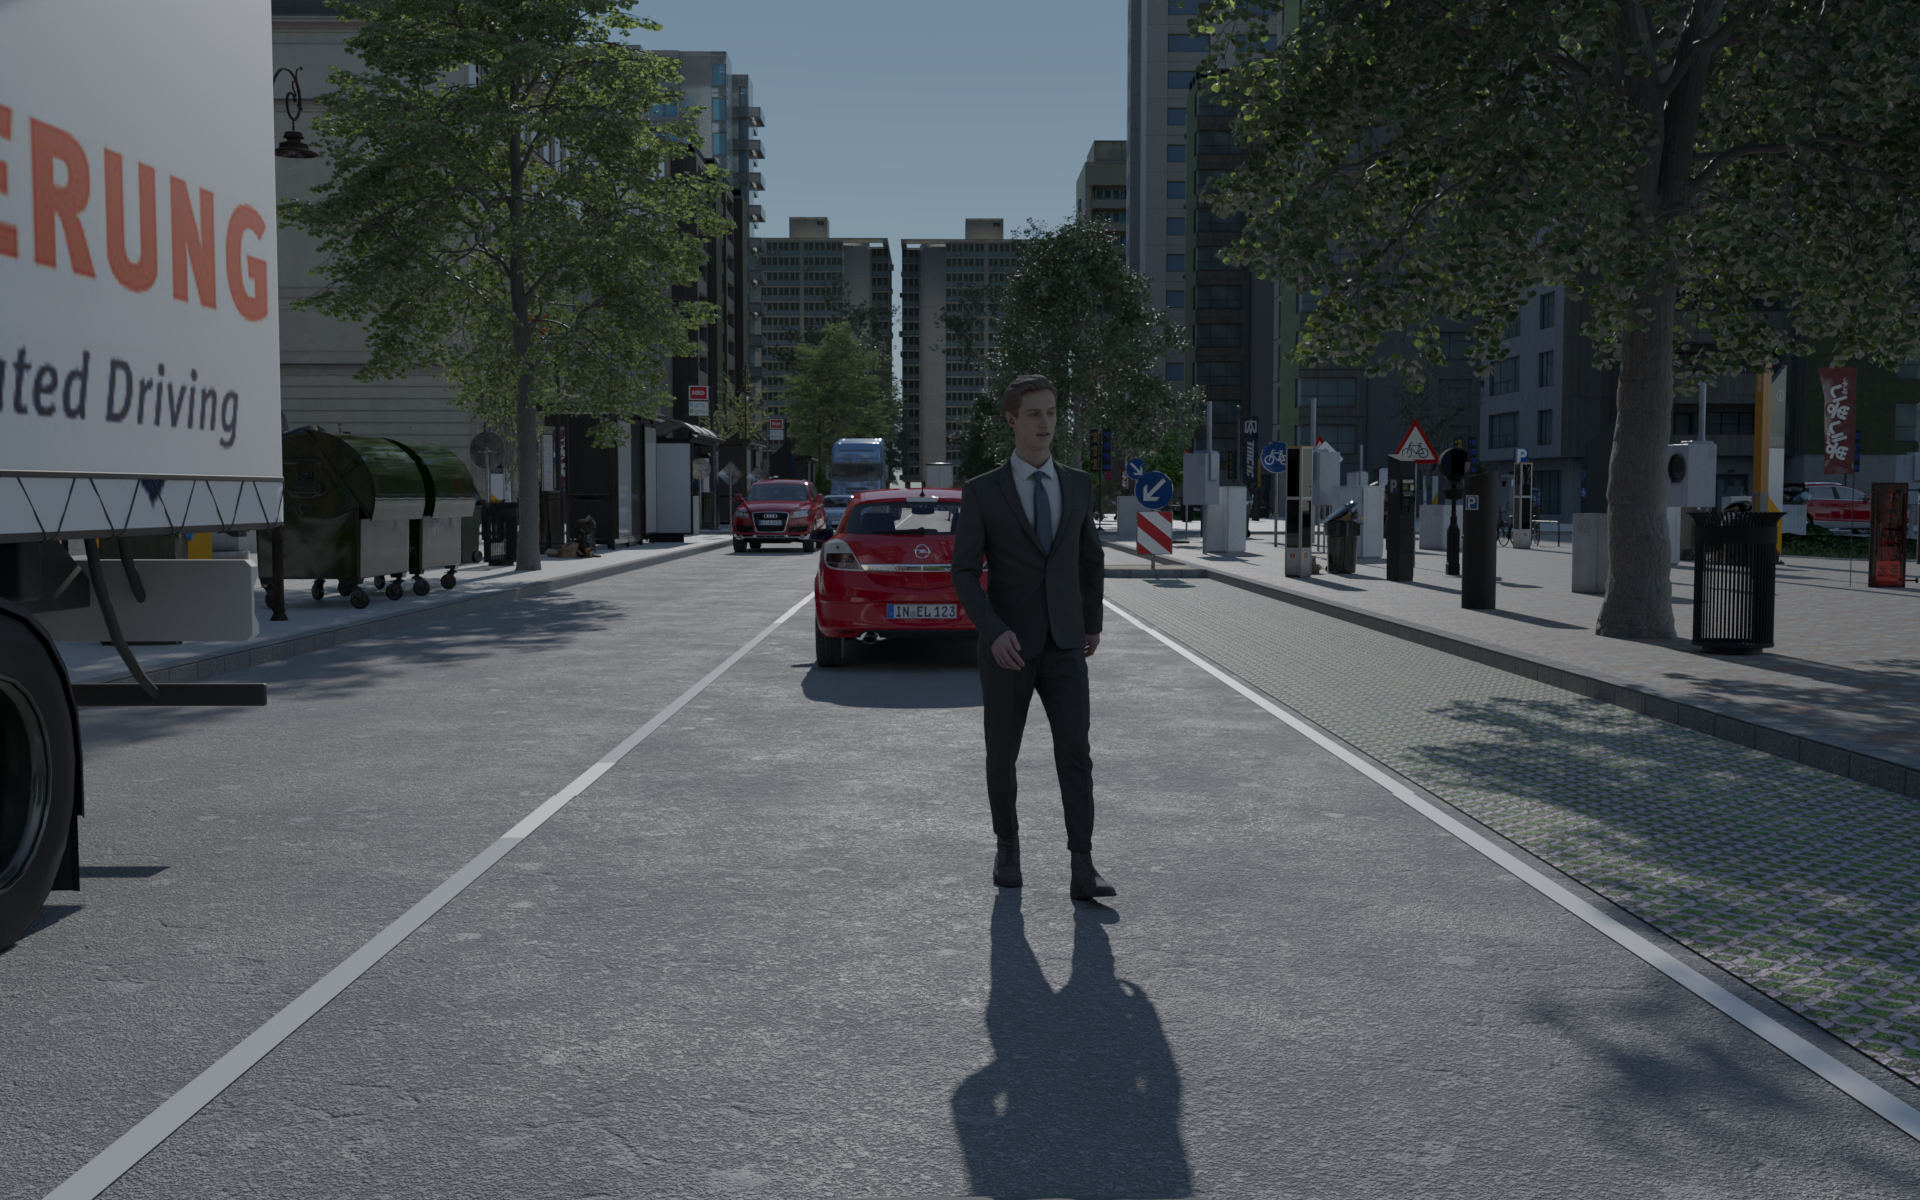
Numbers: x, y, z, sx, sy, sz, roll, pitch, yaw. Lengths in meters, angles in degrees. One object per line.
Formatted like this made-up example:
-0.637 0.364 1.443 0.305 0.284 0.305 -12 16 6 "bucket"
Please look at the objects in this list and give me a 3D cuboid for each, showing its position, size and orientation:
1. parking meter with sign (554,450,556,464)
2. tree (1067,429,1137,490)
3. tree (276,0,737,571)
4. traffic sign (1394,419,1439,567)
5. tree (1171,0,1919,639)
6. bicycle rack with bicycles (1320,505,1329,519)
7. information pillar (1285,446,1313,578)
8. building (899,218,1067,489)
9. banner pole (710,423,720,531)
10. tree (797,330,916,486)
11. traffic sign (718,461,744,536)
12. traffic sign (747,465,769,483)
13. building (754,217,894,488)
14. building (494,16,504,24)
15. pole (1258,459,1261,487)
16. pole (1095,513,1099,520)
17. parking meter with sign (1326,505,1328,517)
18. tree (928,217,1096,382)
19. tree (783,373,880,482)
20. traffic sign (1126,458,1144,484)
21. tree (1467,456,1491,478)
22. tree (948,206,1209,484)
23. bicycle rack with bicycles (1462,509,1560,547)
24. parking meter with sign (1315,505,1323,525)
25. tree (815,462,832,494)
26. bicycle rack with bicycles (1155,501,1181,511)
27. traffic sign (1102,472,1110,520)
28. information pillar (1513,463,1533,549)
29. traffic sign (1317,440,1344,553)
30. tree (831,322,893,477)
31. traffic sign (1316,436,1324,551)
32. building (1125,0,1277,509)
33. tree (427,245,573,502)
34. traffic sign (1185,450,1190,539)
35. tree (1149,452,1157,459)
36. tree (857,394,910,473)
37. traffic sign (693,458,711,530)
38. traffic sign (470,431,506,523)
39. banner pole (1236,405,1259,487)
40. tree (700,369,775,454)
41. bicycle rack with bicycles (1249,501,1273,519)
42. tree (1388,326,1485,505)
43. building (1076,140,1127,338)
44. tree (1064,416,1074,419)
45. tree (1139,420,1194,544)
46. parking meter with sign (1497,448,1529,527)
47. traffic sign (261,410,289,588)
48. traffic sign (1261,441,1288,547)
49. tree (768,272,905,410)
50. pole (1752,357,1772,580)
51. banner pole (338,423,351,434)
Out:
-16.623 -4.420 68.520 0.543 3.016 1.738 -3 5 -42 "parking meter with sign"
5.490 -5.825 78.949 4.285 4.588 4.351 0 3 0 "tree"
-7.628 -6.786 29.071 7.486 12.596 7.792 0 3 0 "tree"
7.928 -1.848 30.223 0.884 2.594 0.081 1 4 8 "traffic sign"
6.231 -6.644 15.279 9.857 13.997 8.962 0 3 0 "tree"
17.936 -4.461 86.321 2.925 0.926 2.852 -3 5 -43 "bicycle rack with bicycles"
5.220 -1.358 26.694 0.304 2.012 0.304 -3 5 -43 "information pillar"
3.410 -33.943 246.846 23.993 40.220 32.217 0 4 -1 "building"
-8.541 -4.322 60.685 0.401 3.779 0.863 -1 4 -23 "banner pole"
-8.985 -14.032 136.072 9.857 13.997 8.962 0 3 0 "tree"
-6.998 -3.012 52.882 0.795 2.450 0.064 0 4 -1 "traffic sign"
-7.107 -3.500 60.866 0.795 2.450 0.064 0 4 -1 "traffic sign"
-21.422 -33.867 245.610 23.993 40.220 32.217 0 4 -1 "building"
-73.295 -48.941 238.434 20.611 71.187 20.563 0 4 -1 "building"
17.278 -6.489 99.944 0.158 3.312 0.155 0 3 0 "pole"
6.731 -5.584 85.134 0.158 3.312 0.155 0 3 0 "pole"
19.053 -5.795 91.008 0.543 3.016 1.738 0 4 -4 "parking meter with sign"
4.064 -16.241 121.433 12.611 20.169 13.585 0 3 0 "tree"
-9.060 -11.565 123.505 7.601 10.594 8.767 -2 4 -35 "tree"
6.280 -3.765 61.656 0.768 2.556 0.104 0 4 7 "traffic sign"
25.722 -5.599 86.148 1.663 3.219 1.824 0 3 0 "tree"
4.766 -9.326 69.486 9.611 12.733 9.660 0 3 0 "tree"
13.540 -1.802 42.844 2.852 0.926 2.925 0 4 -2 "bicycle rack with bicycles"
14.627 -4.678 72.738 0.543 3.016 1.738 -1 4 -11 "parking meter with sign"
-8.338 -6.735 104.726 1.663 3.219 1.824 0 3 0 "tree"
12.779 -5.493 103.187 2.925 0.926 2.852 0 4 5 "bicycle rack with bicycles"
7.205 -5.323 87.133 0.768 2.556 0.104 0 4 8 "traffic sign"
13.173 -2.206 40.555 0.304 2.012 0.304 -1 4 -14 "information pillar"
7.877 -2.216 37.419 0.795 2.450 0.064 0 4 2 "traffic sign"
-8.238 -11.951 113.532 7.486 12.596 7.792 0 3 0 "tree"
8.015 -2.365 38.665 0.884 2.594 0.081 0 4 7 "traffic sign"
25.730 -37.658 157.702 21.231 58.520 28.212 0 4 -1 "building"
-13.402 -6.145 50.832 4.360 8.622 3.978 0 3 0 "tree"
6.501 -3.036 49.650 0.884 2.594 0.081 0 4 7 "traffic sign"
12.509 -7.818 111.534 4.285 4.588 4.351 0 3 0 "tree"
-10.535 -17.274 192.798 12.009 13.543 11.850 0 3 0 "tree"
-9.223 -3.753 61.473 0.768 2.556 0.104 0 4 4 "traffic sign"
-9.600 -2.145 35.182 0.768 2.556 0.104 1 4 9 "traffic sign"
8.057 -3.602 48.906 0.863 3.779 0.401 3 4 37 "banner pole"
-13.058 -9.241 101.456 4.360 8.622 3.978 0 3 0 "tree"
14.672 -4.586 88.366 2.925 0.926 2.852 -1 4 -21 "bicycle rack with bicycles"
20.369 -7.638 75.249 4.360 8.622 3.978 0 3 0 "tree"
26.864 -37.707 240.211 21.600 48.544 21.300 0 4 -1 "building"
4.653 -9.158 100.093 4.737 8.622 4.395 0 3 0 "tree"
5.393 -3.101 45.303 1.663 3.219 1.824 0 3 0 "tree"
21.238 -4.319 66.873 0.543 3.016 1.738 -1 4 -11 "parking meter with sign"
-9.547 -1.442 23.682 0.768 2.556 0.104 0 4 5 "traffic sign"
7.637 -2.551 41.821 0.768 2.556 0.104 0 4 5 "traffic sign"
-10.875 -18.023 150.565 12.611 20.169 13.585 0 3 0 "tree"
11.940 -1.955 25.811 0.158 3.312 0.155 0 3 0 "pole"
-21.628 -4.336 60.910 0.401 3.779 0.863 1 4 14 "banner pole"
